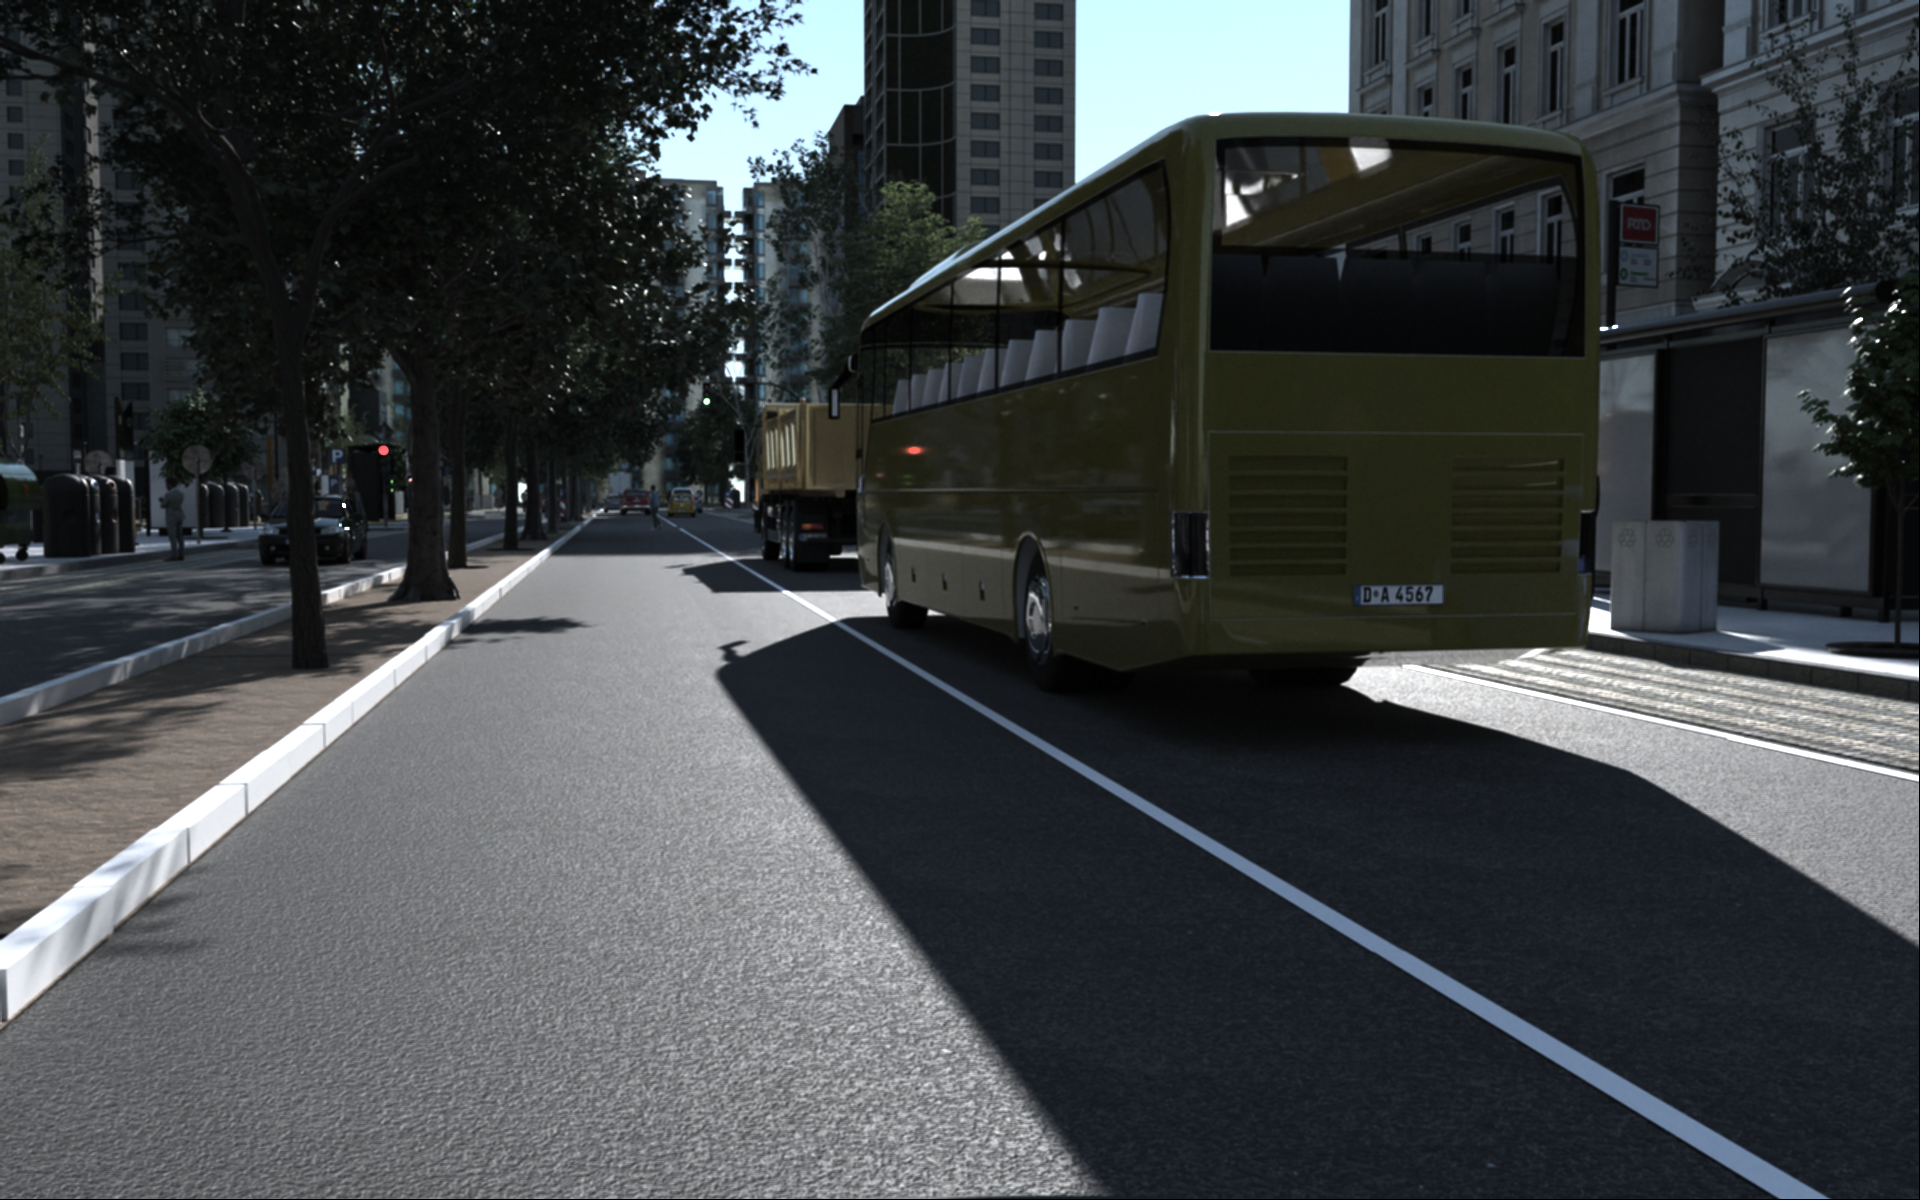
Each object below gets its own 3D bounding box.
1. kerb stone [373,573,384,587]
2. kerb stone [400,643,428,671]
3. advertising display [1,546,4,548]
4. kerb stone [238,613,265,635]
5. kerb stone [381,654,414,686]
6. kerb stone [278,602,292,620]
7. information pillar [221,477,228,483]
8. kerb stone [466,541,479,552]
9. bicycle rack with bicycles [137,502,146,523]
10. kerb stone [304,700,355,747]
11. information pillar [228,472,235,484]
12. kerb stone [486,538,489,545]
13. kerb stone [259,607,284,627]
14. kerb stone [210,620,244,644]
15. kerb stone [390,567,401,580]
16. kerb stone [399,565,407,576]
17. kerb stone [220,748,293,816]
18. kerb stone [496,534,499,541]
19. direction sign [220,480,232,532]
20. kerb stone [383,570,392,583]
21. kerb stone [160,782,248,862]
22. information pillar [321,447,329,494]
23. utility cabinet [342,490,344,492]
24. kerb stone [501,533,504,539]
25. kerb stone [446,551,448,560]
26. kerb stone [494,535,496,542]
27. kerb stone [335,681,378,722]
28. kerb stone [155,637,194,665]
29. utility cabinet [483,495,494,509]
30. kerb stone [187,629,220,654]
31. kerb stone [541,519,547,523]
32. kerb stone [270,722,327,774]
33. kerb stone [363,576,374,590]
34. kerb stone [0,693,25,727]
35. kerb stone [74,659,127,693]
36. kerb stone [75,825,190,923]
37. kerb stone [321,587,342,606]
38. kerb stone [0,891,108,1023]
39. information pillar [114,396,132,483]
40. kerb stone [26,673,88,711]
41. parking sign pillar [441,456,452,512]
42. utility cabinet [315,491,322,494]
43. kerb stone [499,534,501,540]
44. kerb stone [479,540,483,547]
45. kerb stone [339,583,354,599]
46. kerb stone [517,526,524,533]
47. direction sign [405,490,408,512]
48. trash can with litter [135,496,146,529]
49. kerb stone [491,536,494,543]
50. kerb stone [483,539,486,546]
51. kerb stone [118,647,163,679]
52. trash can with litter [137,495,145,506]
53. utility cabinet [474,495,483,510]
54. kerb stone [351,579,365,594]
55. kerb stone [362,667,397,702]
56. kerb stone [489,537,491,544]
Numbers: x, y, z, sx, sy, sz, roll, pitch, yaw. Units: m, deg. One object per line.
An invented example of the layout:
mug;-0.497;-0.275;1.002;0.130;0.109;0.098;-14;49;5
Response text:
kerb stone;-9.107;-0.286;26.866;0.120;0.150;1.000;-1;4;-11
kerb stone;-4.506;0.492;14.223;0.120;0.150;1.000;-1;4;-11
advertising display;-23.173;-2.196;41.116;0.974;1.923;0.123;0;4;3
kerb stone;-7.343;0.270;17.815;0.120;0.150;1.000;-1;4;-11
kerb stone;-4.307;0.550;13.215;0.120;0.150;1.000;-1;4;-11
kerb stone;-7.735;0.148;19.822;0.120;0.150;1.000;-1;4;-11
information pillar;-47.415;-7.333;111.248;0.183;3.616;0.504;-2;4;-35
kerb stone;-12.647;-1.389;44.969;0.120;0.150;1.000;-1;4;-11
bicycle rack with bicycles;-37.377;-3.934;77.701;2.925;0.926;2.852;1;4;14
kerb stone;-3.717;0.735;10.196;0.120;0.150;1.000;-1;4;-11
information pillar;-50.223;-7.830;119.370;0.504;3.616;0.183;0;4;2
kerb stone;-13.235;-1.577;47.991;0.120;0.150;1.000;-1;4;-11
kerb stone;-7.537;0.207;18.819;0.120;0.150;1.000;-1;4;-11
kerb stone;-7.150;0.329;16.811;0.120;0.150;1.000;-1;4;-11
kerb stone;-9.491;-0.408;28.873;0.120;0.150;1.000;-1;4;-11
kerb stone;-9.705;-0.467;29.873;0.120;0.150;1.000;-1;4;-11
kerb stone;-3.322;0.857;8.180;0.120;0.150;1.000;-1;4;-11
kerb stone;-14.020;-1.823;52.007;0.120;0.150;1.000;-1;4;-11
direction sign;-24.905;-4.079;58.696;0.876;3.537;0.379;1;4;23
kerb stone;-9.311;-0.342;27.867;0.120;0.150;1.000;-1;4;-11
kerb stone;-3.128;0.923;7.166;0.120;0.150;1.000;-1;4;-11
information pillar;-27.945;-5.190;76.218;0.183;3.616;0.504;0;4;8
utility cabinet;-28.227;-4.271;78.513;0.318;1.500;1.173;0;4;-2
kerb stone;-14.411;-1.946;54.013;0.120;0.150;1.000;-1;4;-11
kerb stone;-11.467;-1.015;38.924;0.120;0.150;1.000;-1;4;-11
kerb stone;-13.829;-1.762;51.003;0.120;0.150;1.000;-1;4;-11
kerb stone;-3.915;0.672;11.205;0.120;0.150;1.000;-1;4;-11
kerb stone;-6.756;0.452;14.799;0.120;0.150;1.000;-1;4;-11
utility cabinet;-40.188;-8.339;147.511;1.020;1.237;0.306;2;4;28
kerb stone;-6.958;0.398;15.806;0.120;0.150;1.000;-1;4;-11
kerb stone;-20.797;-3.950;86.770;0.120;0.150;1.000;-1;4;-11
kerb stone;-3.524;0.805;9.191;0.120;0.150;1.000;-1;4;-11
kerb stone;-8.917;-0.224;25.861;0.120;0.150;1.000;-1;4;-11
kerb stone;-5.966;0.702;10.773;0.120;0.150;1.000;-1;4;-11
kerb stone;-6.369;0.576;12.780;0.120;0.150;1.000;-1;4;-11
kerb stone;-2.936;0.981;6.162;0.120;0.150;1.000;-1;4;-11
kerb stone;-8.328;-0.040;22.845;0.120;0.150;1.000;-1;4;-11
kerb stone;-2.731;1.042;5.161;0.120;0.150;1.000;-1;4;-11
information pillar;-20.214;-3.080;41.711;0.183;3.616;0.504;-1;4;-12
kerb stone;-6.165;0.637;11.775;0.120;0.150;1.000;-1;4;-11
parking sign pillar;-36.302;-8.258;123.495;1.447;3.967;1.447;2;4;32
utility cabinet;-42.791;-6.551;115.779;1.173;1.500;0.318;0;4;0
kerb stone;-14.210;-1.885;53.011;0.120;0.150;1.000;-1;4;-11
kerb stone;-12.841;-1.453;45.975;0.120;0.150;1.000;-1;4;-11
kerb stone;-8.518;-0.101;23.852;0.120;0.150;1.000;-1;4;-11
kerb stone;-16.965;-2.745;67.079;0.120;0.150;1.000;-1;4;-11
direction sign;-38.861;-7.913;121.382;0.876;3.537;0.379;2;4;34
trash can with litter;-30.636;-3.202;63.406;1.678;1.210;2.233;2;4;28
kerb stone;-13.623;-1.701;50.002;0.120;0.150;1.000;-1;4;-11
kerb stone;-13.030;-1.516;46.988;0.120;0.150;1.000;-1;4;-11
kerb stone;-6.561;0.516;13.788;0.120;0.150;1.000;-1;4;-11
trash can with litter;-64.556;-7.633;136.183;0.624;1.170;1.055;2;4;26
utility cabinet;-39.179;-7.848;139.479;1.020;1.237;0.306;0;4;8
kerb stone;-8.718;-0.162;24.854;0.120;0.150;1.000;-1;4;-11
kerb stone;-4.113;0.614;12.208;0.120;0.150;1.000;-1;4;-11
kerb stone;-13.429;-1.639;48.999;0.120;0.150;1.000;-1;4;-11
